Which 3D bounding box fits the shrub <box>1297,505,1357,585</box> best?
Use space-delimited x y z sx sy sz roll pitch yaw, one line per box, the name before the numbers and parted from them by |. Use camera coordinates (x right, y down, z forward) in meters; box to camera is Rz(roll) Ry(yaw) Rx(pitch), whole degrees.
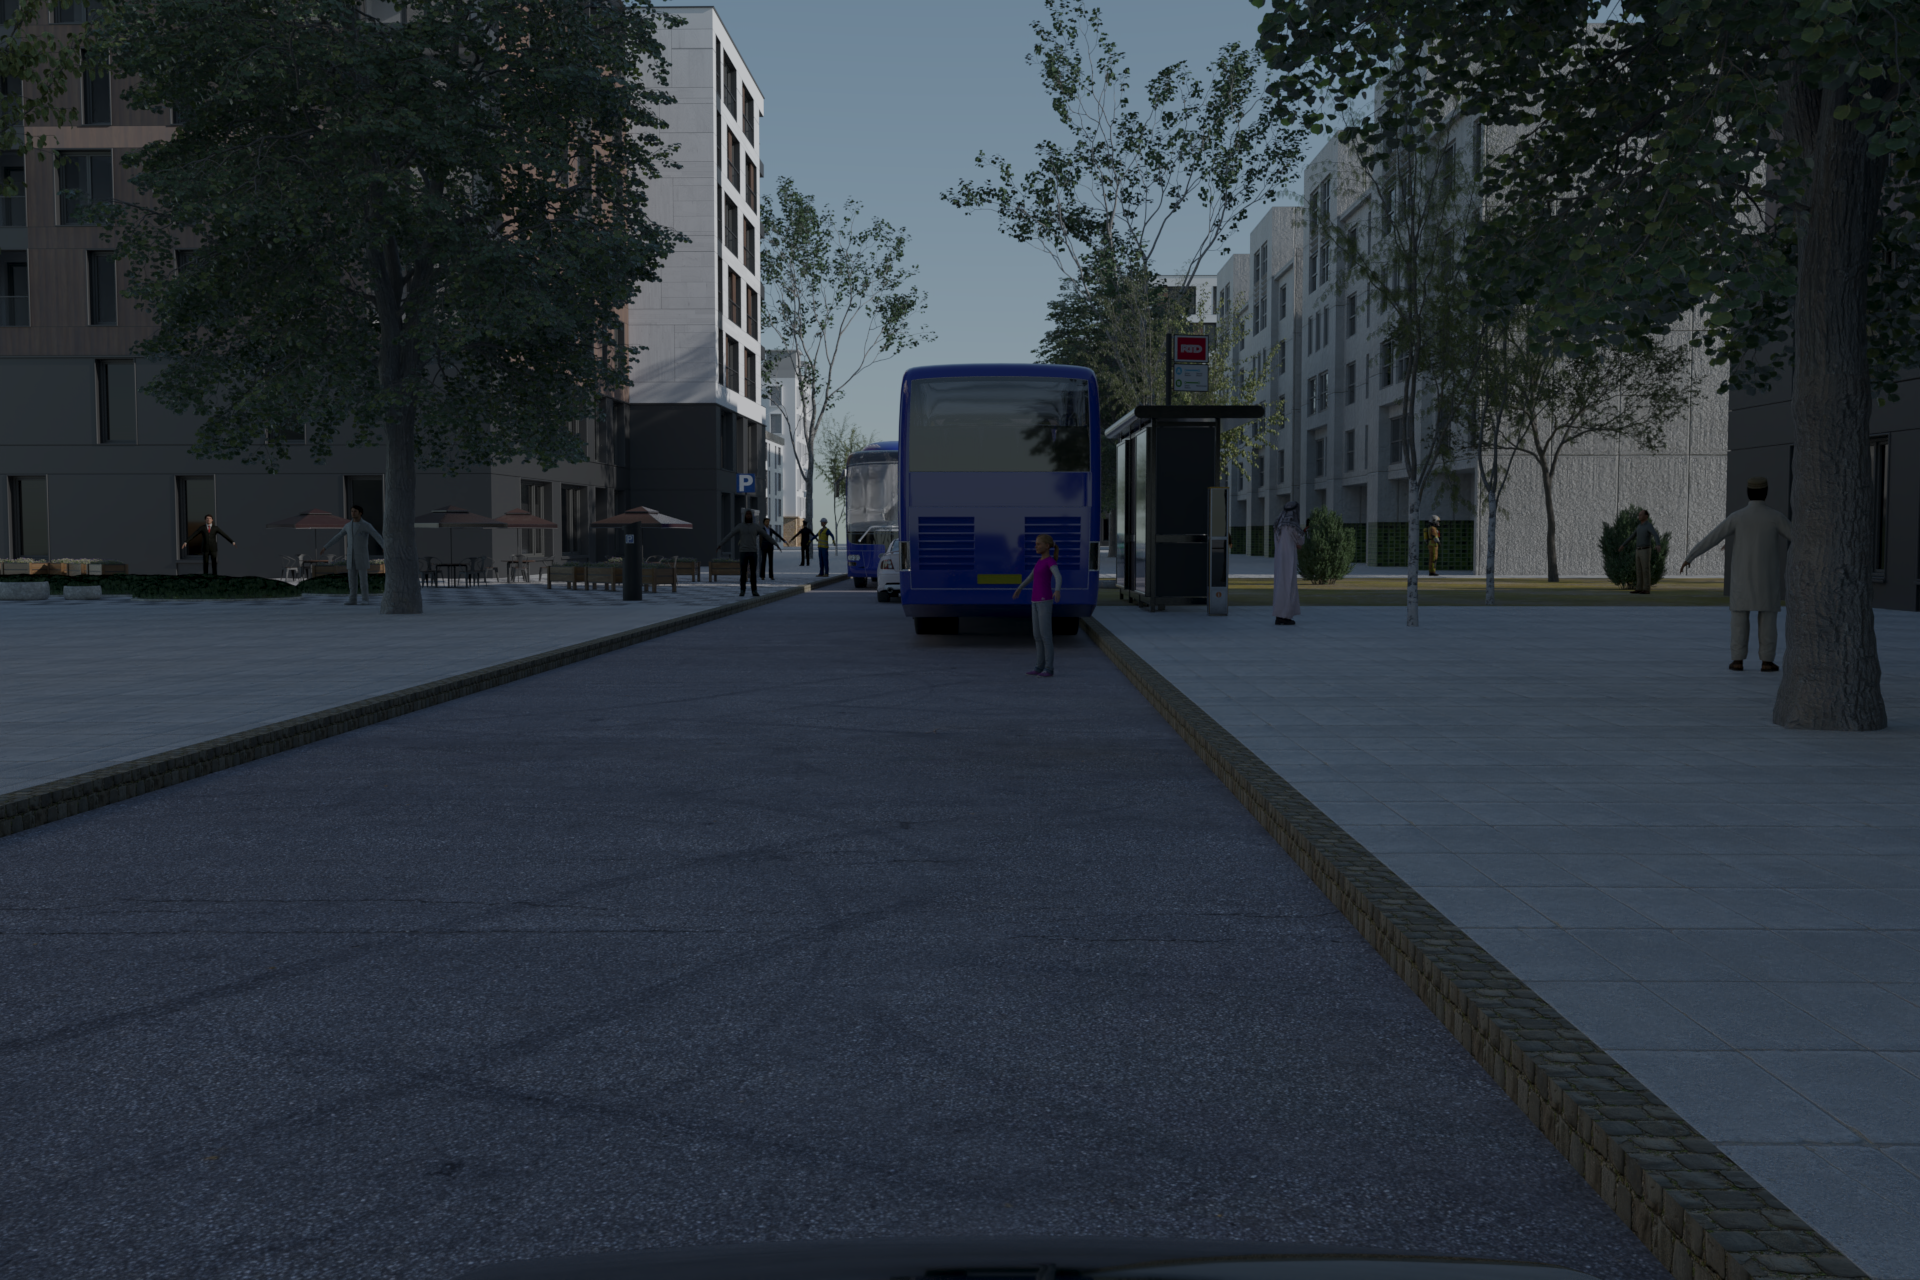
shrub | 9.244 -2.449 44.086 1.661 2.075 1.752 0 3 0

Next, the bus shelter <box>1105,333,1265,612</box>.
bus shelter | 3.924 -3.352 32.435 2.179 5.291 8.768 0 4 0

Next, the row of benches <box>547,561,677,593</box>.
row of benches | -7.857 -1.448 39.130 4.104 0.672 1.422 3 5 42

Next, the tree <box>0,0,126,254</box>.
tree | -8.887 -3.831 12.997 4.737 8.622 4.395 0 3 0

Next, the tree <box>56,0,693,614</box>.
tree | -8.949 -7.403 27.696 9.857 13.997 8.962 0 3 0

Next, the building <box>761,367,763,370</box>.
building | -24.786 -20.844 197.219 16.016 20.090 11.380 0 4 1

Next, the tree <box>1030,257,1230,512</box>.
tree | 7.772 -10.553 79.204 9.857 13.997 8.962 0 3 0

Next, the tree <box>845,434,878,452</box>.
tree | -7.119 -10.763 126.338 4.360 8.622 3.978 0 3 0

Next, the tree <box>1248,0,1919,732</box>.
tree | 5.807 -6.385 11.045 9.857 13.997 8.962 0 3 0

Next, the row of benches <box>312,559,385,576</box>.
row of benches | -14.729 -1.676 42.869 1.422 0.672 4.104 0 4 7

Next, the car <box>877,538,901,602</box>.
car | -0.782 -1.558 37.842 2.083 1.381 4.827 0 4 2

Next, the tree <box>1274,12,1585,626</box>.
tree | 6.093 -4.502 23.978 4.360 8.622 3.978 0 3 0

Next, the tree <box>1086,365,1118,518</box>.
tree | 7.927 -11.694 109.320 7.486 12.596 7.792 0 3 0

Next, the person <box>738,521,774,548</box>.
person | -6.851 -3.206 58.561 1.346 1.812 0.704 -1 4 -17

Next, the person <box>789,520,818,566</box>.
person | -6.236 -3.893 69.582 1.347 1.837 0.705 -2 4 -33

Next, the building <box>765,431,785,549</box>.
building | -19.948 -12.856 152.335 9.099 9.664 28.070 0 4 1

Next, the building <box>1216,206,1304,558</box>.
building | 25.399 -14.409 102.046 16.747 18.905 31.486 0 4 1

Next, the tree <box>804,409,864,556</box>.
tree | -7.548 -9.317 102.693 4.360 8.622 3.978 0 3 0

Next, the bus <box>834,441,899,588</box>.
bus | -1.573 -3.536 49.366 2.896 3.916 12.251 0 4 1

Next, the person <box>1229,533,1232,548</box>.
person | 6.886 -2.444 46.186 0.704 1.802 1.346 3 5 44

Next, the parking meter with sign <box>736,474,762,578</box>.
parking meter with sign | -6.126 -3.337 50.816 0.543 3.016 1.738 0 4 3

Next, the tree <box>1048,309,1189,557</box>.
tree | 8.544 -11.548 95.465 9.857 13.997 8.962 0 3 0

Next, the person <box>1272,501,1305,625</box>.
person | 4.651 -1.087 24.489 0.621 1.740 0.551 -3 4 -37

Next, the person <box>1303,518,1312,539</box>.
person | 11.537 -3.104 56.902 1.345 1.843 0.704 2 4 32

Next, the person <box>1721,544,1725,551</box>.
person | 17.860 -2.032 39.357 1.347 1.817 0.704 -2 4 -25

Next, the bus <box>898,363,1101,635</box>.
bus | 0.555 -2.201 27.530 2.896 3.916 12.251 0 4 1

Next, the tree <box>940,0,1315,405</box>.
tree | 5.455 -12.664 62.941 12.611 20.169 13.585 0 3 0

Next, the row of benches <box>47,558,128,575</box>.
row of benches | -22.009 -1.728 43.717 1.422 0.672 4.104 -3 5 -45

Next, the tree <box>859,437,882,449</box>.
tree | -6.859 -11.151 132.676 4.737 8.622 4.395 0 3 0

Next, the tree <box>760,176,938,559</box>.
tree | -7.469 -14.347 90.465 12.611 20.169 13.585 0 3 0

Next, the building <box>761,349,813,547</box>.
building | -21.629 -19.712 178.708 16.016 20.090 11.380 0 4 2

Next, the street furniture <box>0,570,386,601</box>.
street furniture | -16.608 -1.227 35.682 10.072 0.657 5.734 0 4 -4

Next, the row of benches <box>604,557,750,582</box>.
row of benches | -7.659 -1.903 46.576 4.104 0.672 1.422 0 4 6

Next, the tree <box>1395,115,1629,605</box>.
tree | 9.426 -4.951 31.312 4.360 8.622 3.978 0 3 0

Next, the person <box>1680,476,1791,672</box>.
person | 7.457 -0.620 16.232 1.344 1.819 0.704 2 4 30

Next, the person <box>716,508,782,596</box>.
person | -4.350 -1.805 35.648 1.348 1.813 0.705 -1 4 -13

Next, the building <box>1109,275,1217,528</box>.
building | 26.979 -18.897 152.947 27.936 21.610 32.646 0 4 1

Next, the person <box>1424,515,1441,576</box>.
person | 14.502 -2.886 52.954 0.705 1.858 1.354 1 4 8

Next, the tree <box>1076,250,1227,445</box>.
tree | 4.758 -5.843 45.898 4.360 8.622 3.978 0 3 0

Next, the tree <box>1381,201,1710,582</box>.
tree | 15.907 -6.858 46.542 8.767 10.594 7.601 -1 4 -9

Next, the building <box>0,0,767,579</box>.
building | -23.510 -13.558 65.652 27.936 21.610 32.646 0 4 2

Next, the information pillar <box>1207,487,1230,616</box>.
information pillar | 4.044 -1.385 27.143 0.304 2.012 0.304 0 4 1

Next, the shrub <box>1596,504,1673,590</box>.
shrub | 15.589 -2.179 40.047 1.690 2.028 1.600 0 3 0

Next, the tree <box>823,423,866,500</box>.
tree | -7.059 -10.001 113.873 4.737 8.622 4.395 0 3 0

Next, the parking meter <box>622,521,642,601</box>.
parking meter | -6.337 -1.533 33.470 0.372 1.533 0.369 0 3 0

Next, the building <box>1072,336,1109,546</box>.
building | 25.820 -21.473 195.065 27.936 21.610 32.646 0 4 1

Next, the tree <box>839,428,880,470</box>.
tree | -6.789 -10.360 119.748 4.360 8.622 3.978 0 3 0

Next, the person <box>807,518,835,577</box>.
person | -4.143 -2.776 51.844 1.216 1.772 0.721 3 5 43

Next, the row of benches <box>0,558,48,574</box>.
row of benches | -25.698 -1.845 45.636 4.104 0.672 1.422 1 4 23

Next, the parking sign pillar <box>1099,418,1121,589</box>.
parking sign pillar | 3.952 -3.216 41.057 1.447 3.967 1.447 0 4 2

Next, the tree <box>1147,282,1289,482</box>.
tree | 7.478 -6.194 51.641 4.737 8.622 4.395 0 3 0

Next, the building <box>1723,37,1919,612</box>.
building | 26.019 -10.708 19.051 27.936 21.610 32.646 0 4 2

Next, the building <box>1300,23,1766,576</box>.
building | 24.720 -12.370 68.700 16.747 18.905 31.486 0 4 1

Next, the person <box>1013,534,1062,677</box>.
person | 0.781 -0.348 17.414 0.599 1.433 0.991 -2 4 -23

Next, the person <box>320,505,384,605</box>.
person | -10.911 -1.538 31.326 1.347 1.806 0.705 1 4 11

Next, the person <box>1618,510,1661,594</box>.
person | 14.598 -1.883 37.063 0.705 1.796 1.348 -1 4 -15

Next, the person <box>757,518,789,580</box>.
person | -5.346 -2.538 48.224 1.216 1.740 0.721 -2 4 -24

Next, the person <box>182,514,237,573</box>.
person | -19.945 -2.437 46.033 1.347 1.806 0.705 -2 4 -26
